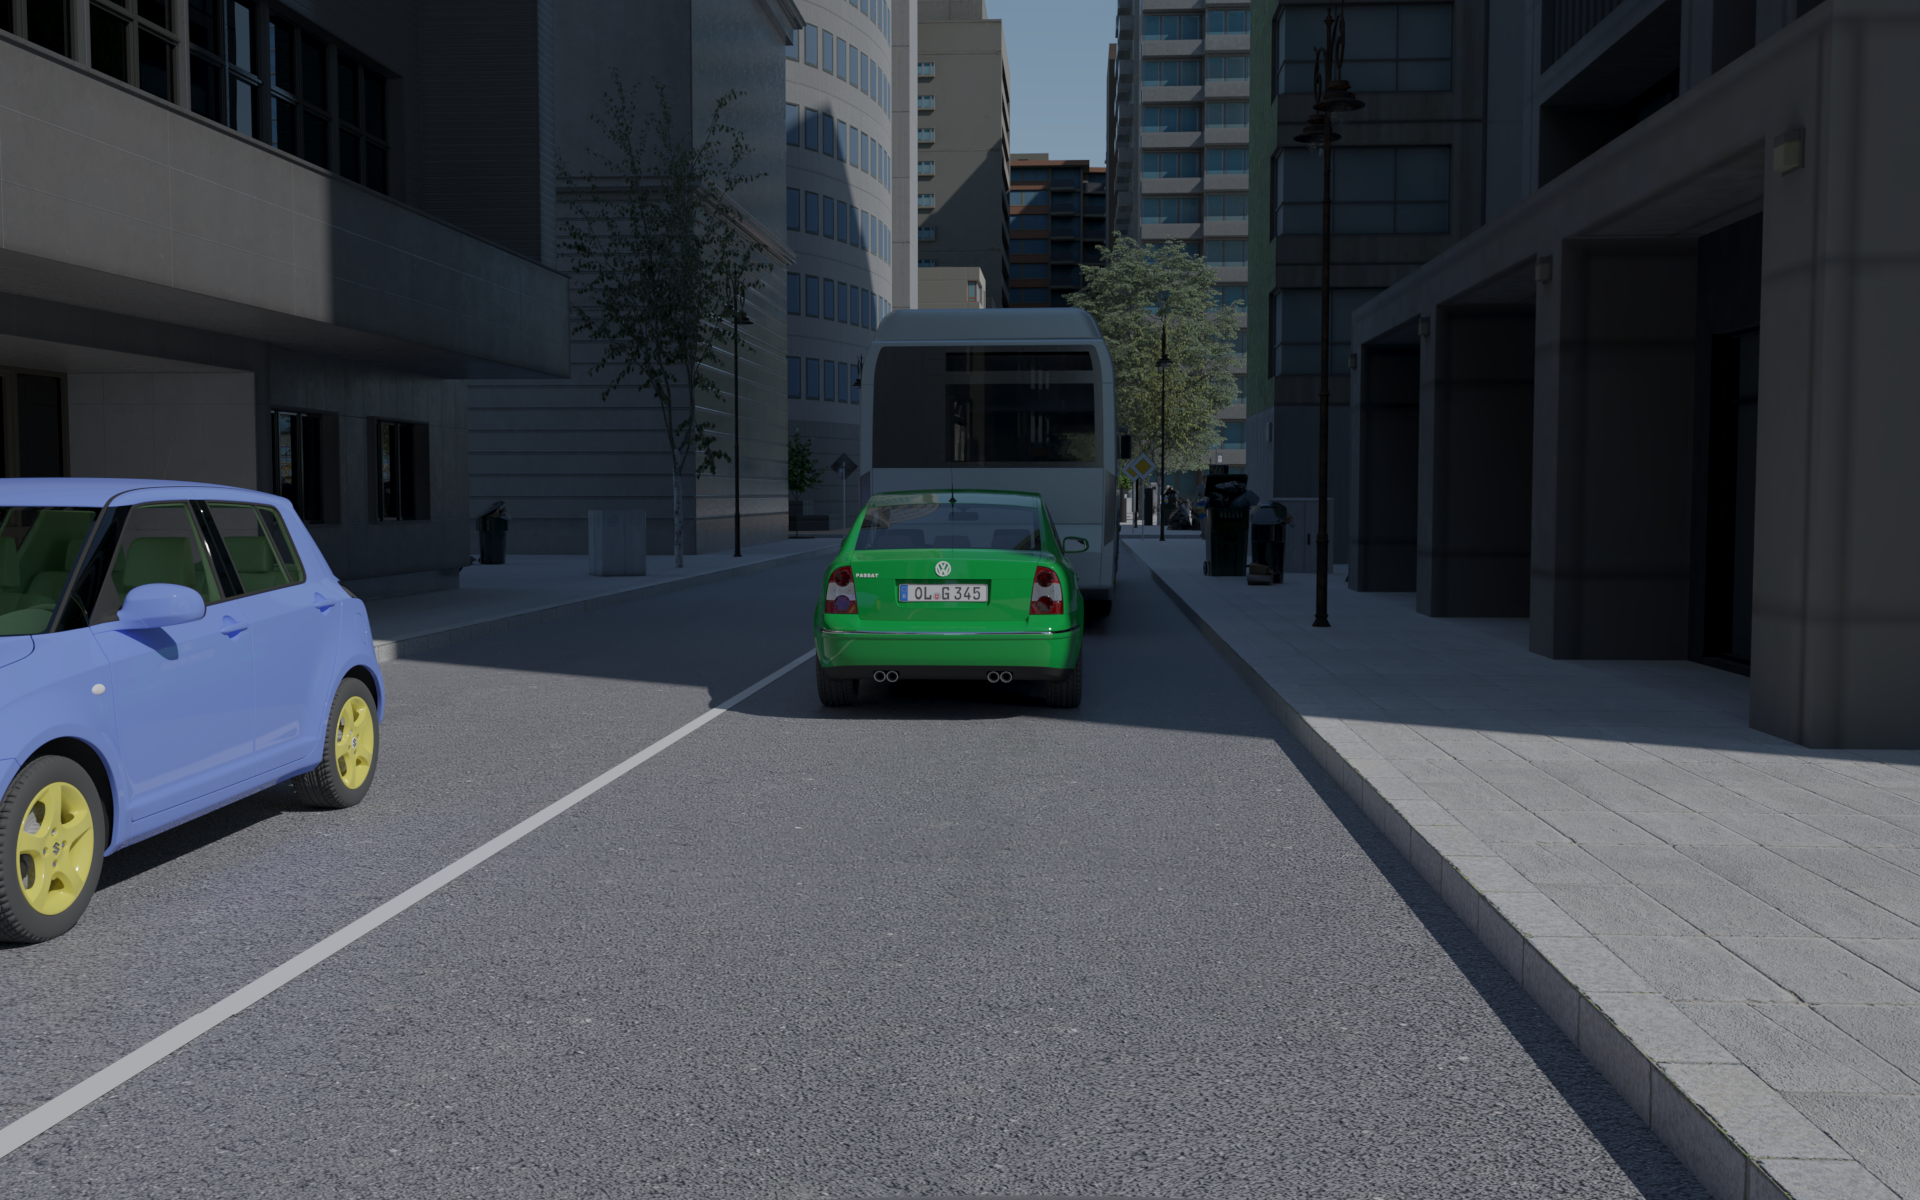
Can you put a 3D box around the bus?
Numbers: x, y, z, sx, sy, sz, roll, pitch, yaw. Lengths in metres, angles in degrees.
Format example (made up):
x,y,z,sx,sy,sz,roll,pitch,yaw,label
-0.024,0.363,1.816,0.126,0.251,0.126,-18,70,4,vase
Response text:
x,y,z,sx,sy,sz,roll,pitch,yaw,label
0.896,-1.768,23.772,2.948,3.499,13.247,0,4,5,bus

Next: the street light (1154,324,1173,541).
x,y,z,sx,sy,sz,roll,pitch,yaw,label
5.538,-4.555,47.261,0.468,5.910,1.993,0,4,4,street light

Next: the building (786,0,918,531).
x,y,z,sx,sy,sz,roll,pitch,yaw,label
-13.465,-32.322,70.467,21.231,58.520,28.212,0,4,4,building

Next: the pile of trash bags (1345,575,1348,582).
x,y,z,sx,sy,sz,roll,pitch,yaw,label
7.436,-0.955,25.375,3.447,1.369,1.912,-2,4,-31,pile of trash bags

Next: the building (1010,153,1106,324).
x,y,z,sx,sy,sz,roll,pitch,yaw,label
7.548,-34.913,225.458,28.867,44.769,22.147,0,4,4,building

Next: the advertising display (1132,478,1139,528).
x,y,z,sx,sy,sz,roll,pitch,yaw,label
6.643,-3.699,65.696,0.123,1.923,0.974,0,4,-3,advertising display

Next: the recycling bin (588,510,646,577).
x,y,z,sx,sy,sz,roll,pitch,yaw,label
-5.403,-0.902,27.294,0.722,1.027,0.722,-2,4,-30,recycling bin

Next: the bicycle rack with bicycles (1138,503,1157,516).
x,y,z,sx,sy,sz,roll,pitch,yaw,label
11.849,-5.374,101.253,2.852,0.926,2.925,3,4,37,bicycle rack with bicycles

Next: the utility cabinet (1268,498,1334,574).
x,y,z,sx,sy,sz,roll,pitch,yaw,label
5.548,-1.043,28.211,1.020,1.237,0.306,2,4,32,utility cabinet

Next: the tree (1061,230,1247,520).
x,y,z,sx,sy,sz,roll,pitch,yaw,label
9.156,-10.885,84.631,9.857,13.997,8.962,0,3,0,tree

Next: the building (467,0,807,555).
x,y,z,sx,sy,sz,roll,pitch,yaw,label
-16.657,-12.260,42.257,24.055,21.916,13.314,0,4,4,building

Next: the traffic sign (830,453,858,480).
x,y,z,sx,sy,sz,roll,pitch,yaw,label
-3.273,-2.844,48.683,0.795,2.593,0.064,0,4,4,traffic sign

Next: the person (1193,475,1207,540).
x,y,z,sx,sy,sz,roll,pitch,yaw,label
6.922,-2.602,48.701,0.709,1.813,0.853,-2,4,-27,person

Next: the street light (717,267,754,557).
x,y,z,sx,sy,sz,roll,pitch,yaw,label
-4.548,-3.820,35.241,0.468,5.910,1.993,0,4,4,street light

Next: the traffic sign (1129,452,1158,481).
x,y,z,sx,sy,sz,roll,pitch,yaw,label
5.101,-2.808,48.108,0.795,2.593,0.064,0,4,4,traffic sign

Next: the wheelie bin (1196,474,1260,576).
x,y,z,sx,sy,sz,roll,pitch,yaw,label
4.211,-1.176,27.129,0.980,1.594,0.693,0,4,-3,wheelie bin

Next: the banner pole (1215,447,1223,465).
x,y,z,sx,sy,sz,roll,pitch,yaw,label
13.911,-6.314,93.250,0.401,3.779,0.863,3,4,38,banner pole

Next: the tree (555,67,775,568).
x,y,z,sx,sy,sz,roll,pitch,yaw,label
-5.038,-4.859,29.802,4.360,8.622,3.978,0,3,0,tree

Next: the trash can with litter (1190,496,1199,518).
x,y,z,sx,sy,sz,roll,pitch,yaw,label
12.143,-4.858,90.809,1.055,1.170,0.624,-1,4,-14,trash can with litter

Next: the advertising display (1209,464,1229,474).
x,y,z,sx,sy,sz,roll,pitch,yaw,label
5.674,-2.006,38.016,0.123,1.923,0.974,-1,4,-10,advertising display

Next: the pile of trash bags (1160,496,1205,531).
x,y,z,sx,sy,sz,roll,pitch,yaw,label
9.197,-3.186,61.842,3.447,1.369,1.912,-2,4,-30,pile of trash bags

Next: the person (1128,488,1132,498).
x,y,z,sx,sy,sz,roll,pitch,yaw,label
12.223,-7.157,123.160,0.635,1.810,0.391,1,4,21,person

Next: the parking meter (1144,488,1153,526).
x,y,z,sx,sy,sz,roll,pitch,yaw,label
7.643,-3.782,70.241,0.372,1.533,0.369,0,3,0,parking meter

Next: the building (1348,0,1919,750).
x,y,z,sx,sy,sz,roll,pitch,yaw,label
14.758,-34.993,10.381,20.563,71.187,20.611,0,4,4,building

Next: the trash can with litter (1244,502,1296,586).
x,y,z,sx,sy,sz,roll,pitch,yaw,label
4.408,-0.813,24.675,0.624,1.170,1.055,1,4,18,trash can with litter

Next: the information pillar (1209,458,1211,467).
x,y,z,sx,sy,sz,roll,pitch,yaw,label
16.143,-7.362,111.726,0.183,3.616,0.504,1,4,13,information pillar

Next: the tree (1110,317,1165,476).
x,y,z,sx,sy,sz,roll,pitch,yaw,label
9.920,-11.694,109.317,7.486,12.596,7.792,0,3,0,tree

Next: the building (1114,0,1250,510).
x,y,z,sx,sy,sz,roll,pitch,yaw,label
24.365,-32.239,146.708,23.786,49.044,30.456,0,4,4,building

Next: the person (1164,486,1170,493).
x,y,z,sx,sy,sz,roll,pitch,yaw,label
11.801,-5.621,98.439,0.515,1.767,0.782,-3,4,-36,person

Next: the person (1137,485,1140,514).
x,y,z,sx,sy,sz,roll,pitch,yaw,label
11.416,-6.328,109.281,0.755,1.850,0.659,-1,4,-19,person

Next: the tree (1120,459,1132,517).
x,y,z,sx,sy,sz,roll,pitch,yaw,label
8.881,-6.199,95.952,1.663,3.219,1.824,0,3,0,tree

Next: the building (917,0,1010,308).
x,y,z,sx,sy,sz,roll,pitch,yaw,label
-6.089,-33.540,172.074,21.300,48.544,21.600,0,4,4,building

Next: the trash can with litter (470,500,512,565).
x,y,z,sx,sy,sz,roll,pitch,yaw,label
-8.730,-1.229,31.477,1.055,1.170,0.624,-2,4,-29,trash can with litter

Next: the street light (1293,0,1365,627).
x,y,z,sx,sy,sz,roll,pitch,yaw,label
3.500,-2.679,16.598,0.468,5.910,1.993,0,4,4,street light

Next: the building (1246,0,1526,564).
x,y,z,sx,sy,sz,roll,pitch,yaw,label
13.165,-21.600,36.757,14.154,41.232,14.086,0,4,4,building

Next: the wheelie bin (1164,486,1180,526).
x,y,z,sx,sy,sz,roll,pitch,yaw,label
8.545,-3.815,70.277,0.693,1.594,0.980,1,4,14,wheelie bin

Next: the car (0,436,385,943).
x,y,z,sx,sy,sz,roll,pitch,yaw,label
-3.662,0.178,6.686,1.945,1.707,3.694,0,4,3,car

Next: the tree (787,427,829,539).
x,y,z,sx,sy,sz,roll,pitch,yaw,label
-4.587,-3.388,50.002,1.663,3.219,1.824,0,3,0,tree

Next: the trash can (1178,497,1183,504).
x,y,z,sx,sy,sz,roll,pitch,yaw,label
9.453,-3.952,76.269,0.748,1.137,0.748,0,3,0,trash can

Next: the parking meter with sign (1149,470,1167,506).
x,y,z,sx,sy,sz,roll,pitch,yaw,label
12.890,-7.288,115.426,1.738,3.016,0.543,-1,4,-19,parking meter with sign

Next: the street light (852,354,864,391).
x,y,z,sx,sy,sz,roll,pitch,yaw,label
-3.249,-5.165,57.243,0.468,5.910,1.993,0,4,4,street light

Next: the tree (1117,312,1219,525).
x,y,z,sx,sy,sz,roll,pitch,yaw,label
8.312,-7.386,71.118,4.737,8.622,4.395,0,3,0,tree

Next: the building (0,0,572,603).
x,y,z,sx,sy,sz,roll,pitch,yaw,label
-13.139,-11.581,8.410,14.314,24.678,30.058,0,4,4,building

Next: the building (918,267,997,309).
x,y,z,sx,sy,sz,roll,pitch,yaw,label
-11.354,-18.492,147.376,27.650,21.520,28.899,0,4,4,building

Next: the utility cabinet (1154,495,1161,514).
x,y,z,sx,sy,sz,roll,pitch,yaw,label
12.819,-6.188,112.327,0.306,1.237,1.020,1,4,16,utility cabinet

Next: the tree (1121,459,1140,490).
x,y,z,sx,sy,sz,roll,pitch,yaw,label
12.257,-9.045,131.592,4.285,4.588,4.351,0,3,0,tree

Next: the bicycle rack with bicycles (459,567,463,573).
x,y,z,sx,sy,sz,roll,pitch,yaw,label
-8.948,-0.801,26.479,2.925,0.926,2.852,0,4,7,bicycle rack with bicycles

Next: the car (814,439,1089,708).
x,y,z,sx,sy,sz,roll,pitch,yaw,label
0.004,-0.257,13.004,1.959,1.807,4.718,0,4,3,car

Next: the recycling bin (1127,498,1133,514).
x,y,z,sx,sy,sz,roll,pitch,yaw,label
10.896,-6.051,111.490,0.722,1.027,0.722,-1,4,-13,recycling bin

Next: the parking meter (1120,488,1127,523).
x,y,z,sx,sy,sz,roll,pitch,yaw,label
7.265,-4.219,77.395,0.372,1.533,0.369,0,3,0,parking meter

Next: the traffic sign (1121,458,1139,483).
x,y,z,sx,sy,sz,roll,pitch,yaw,label
5.631,-3.296,56.075,0.795,2.593,0.064,0,4,4,traffic sign

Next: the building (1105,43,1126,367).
x,y,z,sx,sy,sz,roll,pitch,yaw,label
21.290,-31.772,169.586,14.600,45.320,14.200,0,4,4,building
